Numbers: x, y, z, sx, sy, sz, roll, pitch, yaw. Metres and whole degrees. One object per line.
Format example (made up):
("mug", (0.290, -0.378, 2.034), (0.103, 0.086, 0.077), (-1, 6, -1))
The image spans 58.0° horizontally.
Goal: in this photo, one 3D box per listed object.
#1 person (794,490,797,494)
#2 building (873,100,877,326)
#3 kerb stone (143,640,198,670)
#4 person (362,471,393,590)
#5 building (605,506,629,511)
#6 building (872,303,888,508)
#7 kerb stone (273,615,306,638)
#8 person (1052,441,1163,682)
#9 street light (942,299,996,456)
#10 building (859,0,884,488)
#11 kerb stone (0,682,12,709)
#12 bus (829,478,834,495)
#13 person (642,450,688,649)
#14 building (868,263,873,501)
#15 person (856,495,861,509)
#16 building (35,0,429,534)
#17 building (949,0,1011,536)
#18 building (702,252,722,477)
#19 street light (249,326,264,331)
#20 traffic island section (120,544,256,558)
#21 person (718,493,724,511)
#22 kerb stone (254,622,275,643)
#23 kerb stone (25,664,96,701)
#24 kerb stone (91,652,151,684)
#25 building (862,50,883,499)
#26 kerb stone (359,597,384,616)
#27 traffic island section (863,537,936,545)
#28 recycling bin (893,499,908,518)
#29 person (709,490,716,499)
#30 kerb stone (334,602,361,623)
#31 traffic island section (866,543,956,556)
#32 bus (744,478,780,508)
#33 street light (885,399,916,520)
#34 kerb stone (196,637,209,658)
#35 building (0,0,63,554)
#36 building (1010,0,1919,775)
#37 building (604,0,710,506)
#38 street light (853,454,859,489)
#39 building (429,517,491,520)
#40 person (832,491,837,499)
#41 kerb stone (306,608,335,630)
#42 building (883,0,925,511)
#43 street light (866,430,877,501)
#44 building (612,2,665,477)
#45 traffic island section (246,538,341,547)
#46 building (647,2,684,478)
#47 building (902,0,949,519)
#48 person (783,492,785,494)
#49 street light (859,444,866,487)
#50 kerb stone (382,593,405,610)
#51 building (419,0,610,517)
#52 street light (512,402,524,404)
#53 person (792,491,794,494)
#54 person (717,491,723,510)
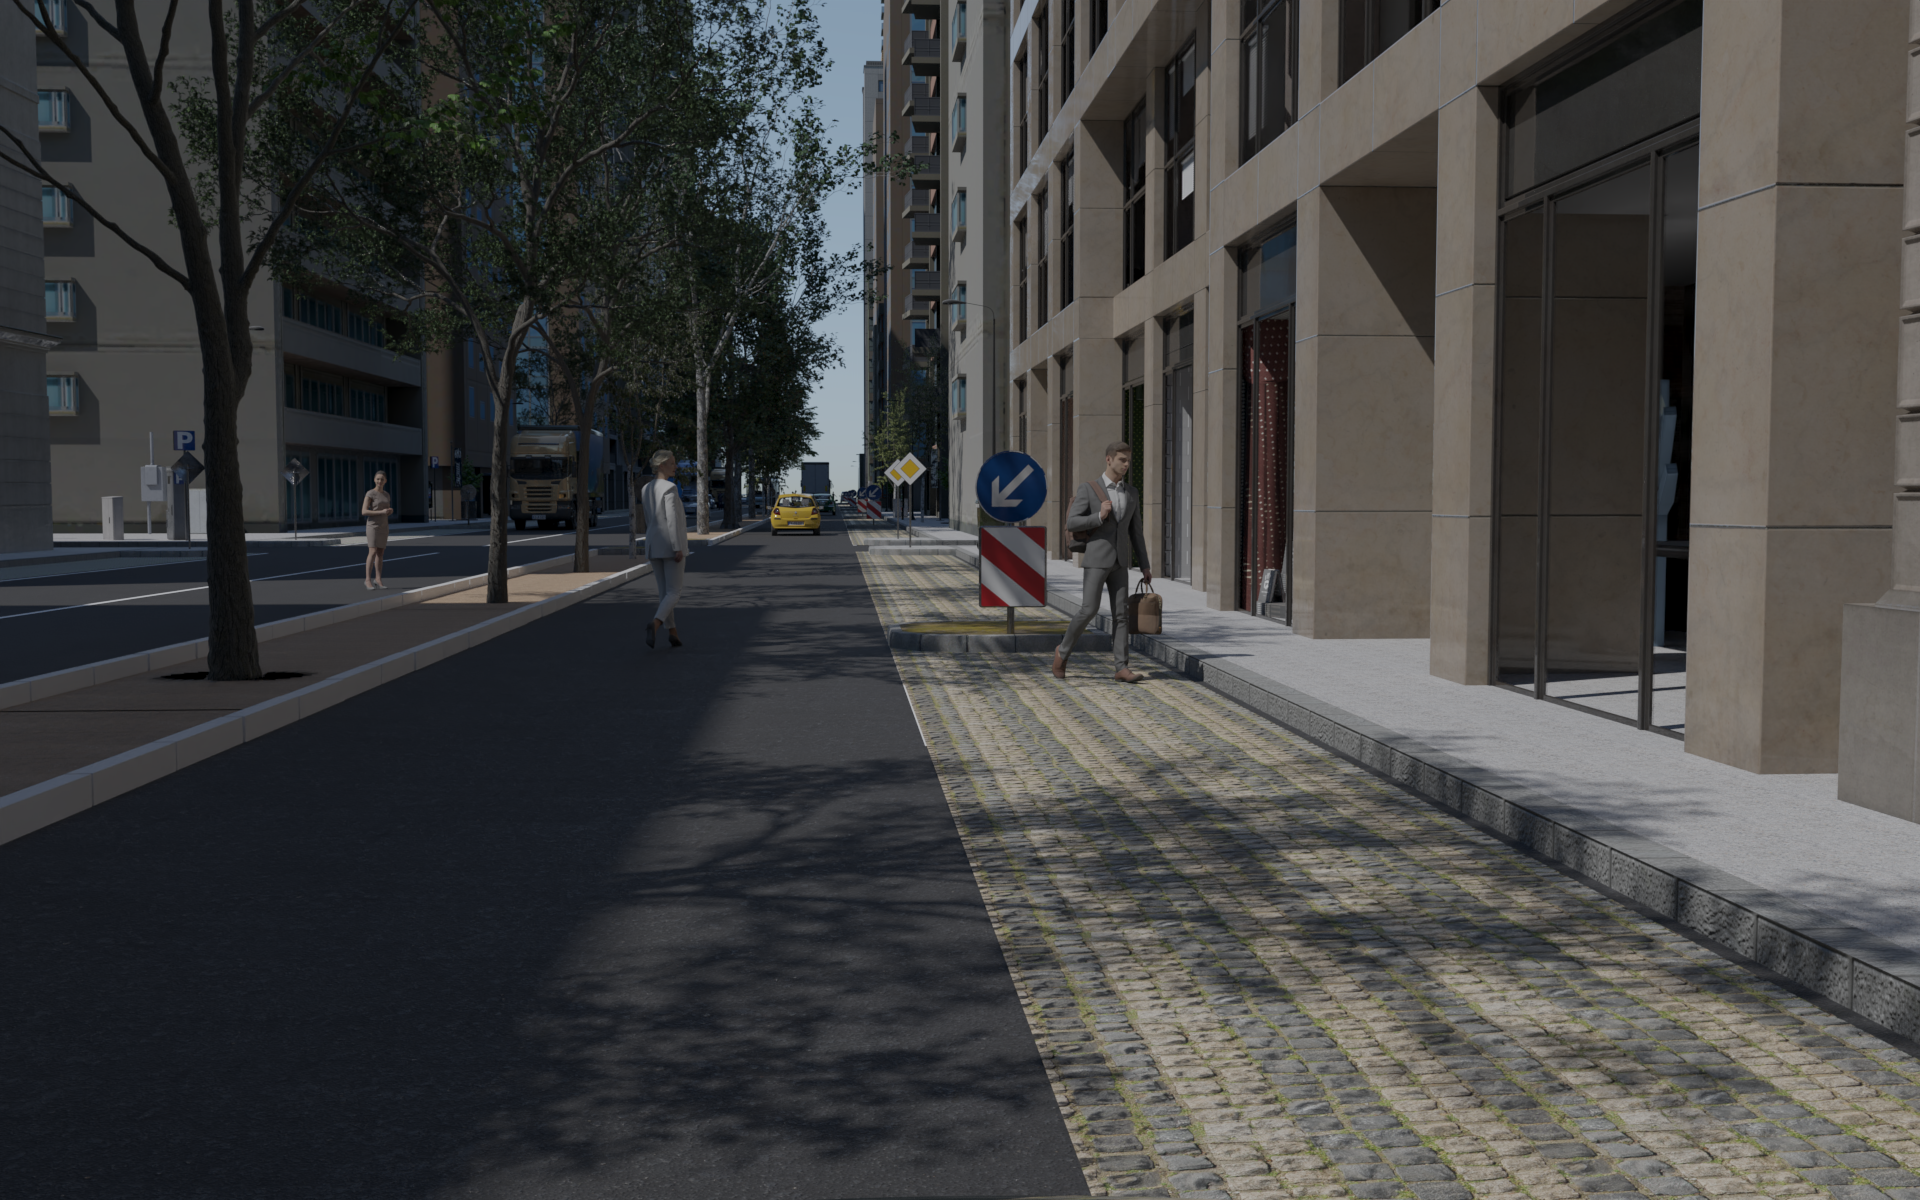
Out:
("person", (-17.408, -10.770, 184.456), (0.599, 1.838, 0.709), (0, 4, -1))
("building", (-2.578, -33.190, 192.760), (14.600, 45.320, 14.200), (0, 4, -4))
("kerb stone", (-6.619, 0.474, 14.439), (0.120, 0.150, 1.000), (0, 4, -4))
("person", (-8.749, -1.054, 26.074), (0.374, 1.781, 0.599), (2, 4, 28))
("building", (-39.133, -43.678, 152.386), (20.563, 71.187, 20.611), (0, 4, -4))
("building", (5.430, -20.008, 172.174), (27.650, 21.520, 28.899), (0, 4, -4))
("kerb stone", (-6.843, 0.287, 17.497), (0.120, 0.150, 1.000), (0, 4, -4))
("person", (1.115, -0.290, 13.199), (0.622, 1.834, 0.822), (-3, 4, -37))
("street light", (0.275, -4.220, 41.540), (1.470, 5.913, 1.316), (0, 4, -4))
("building", (-4.388, -58.391, 267.359), (22.319, 86.520, 31.000), (0, 4, -4))
("kerb stone", (-6.396, 0.666, 11.365), (0.120, 0.150, 1.000), (0, 4, -4))
("bus", (-19.273, -15.352, 242.549), (2.896, 3.916, 12.252), (0, 4, -3))
("person", (-2.759, -0.466, 15.996), (0.514, 1.842, 0.818), (1, 4, 23))
("building", (-4.539, -27.250, 217.235), (14.160, 30.474, 14.107), (0, 4, -4))
("person", (-8.950, -8.845, 153.667), (0.990, 1.755, 0.434), (-2, 4, -28))
("building", (-33.606, -26.975, 64.742), (21.300, 48.544, 21.600), (0, 4, -4))
("building", (10.365, -26.710, 60.417), (21.600, 48.544, 21.300), (0, 4, -4))
("building", (-43.982, -37.583, 264.584), (14.600, 45.320, 14.200), (0, 4, -4))
("street light", (-19.944, -4.617, 48.022), (1.470, 5.913, 1.316), (0, 4, -4))
("traffic island section", (-17.970, -1.105, 40.353), (2.009, 0.180, 2.903), (0, 4, -4))
("person", (-19.065, -8.100, 141.020), (1.350, 1.814, 0.705), (0, 4, 7))
("kerb stone", (-6.766, 0.350, 16.478), (0.120, 0.150, 1.000), (0, 4, -4))
("kerb stone", (-6.474, 0.602, 12.390), (0.120, 0.150, 1.000), (0, 4, -4))
("kerb stone", (-6.548, 0.540, 13.410), (0.120, 0.150, 1.000), (0, 4, -4))
("building", (-2.770, -42.571, 238.027), (21.231, 58.520, 28.212), (0, 4, -4))
("kerb stone", (-7.063, 0.100, 20.560), (0.120, 0.150, 1.000), (0, 4, -4))
("traffic island section", (-1.750, -1.666, 49.527), (2.009, 0.180, 2.903), (0, 4, -4))
("recycling bin", (-3.273, -5.050, 95.118), (0.722, 1.027, 0.722), (-1, 4, -13))
("person", (-24.823, -10.071, 172.797), (0.705, 1.869, 1.348), (2, 4, 26))
("kerb stone", (-6.985, 0.162, 19.540), (0.120, 0.150, 1.000), (0, 4, -4))
("traffic island section", (-1.172, -1.179, 41.562), (2.009, 0.180, 2.903), (0, 4, -4))
("bus", (-20.234, -11.206, 178.079), (2.948, 3.499, 13.247), (0, 4, -2))
("street light", (-2.869, -6.868, 84.831), (1.470, 5.913, 1.316), (0, 4, -4))
("kerb stone", (-6.684, 0.412, 15.459), (0.120, 0.150, 1.000), (0, 4, -4))
("building", (-41.544, -15.468, 29.318), (44.131, 29.872, 17.030), (0, 4, -4))
("building", (11.999, -13.469, 24.726), (19.350, 26.468, 34.151), (0, 4, -4))
("building", (-45.956, -49.406, 246.034), (20.563, 71.187, 20.611), (0, 4, -4))
("street light", (-11.356, -13.962, 200.819), (1.470, 5.913, 1.316), (0, 4, -4))
("building", (-32.131, -27.028, 92.025), (14.600, 45.320, 14.200), (0, 4, -4))
("person", (-19.065, -15.435, 260.877), (0.705, 1.823, 1.348), (3, 5, 44))
("kerb stone", (-6.913, 0.225, 18.517), (0.120, 0.150, 1.000), (0, 4, -4))
("building", (0.542, -30.529, 149.259), (14.600, 45.320, 14.200), (0, 4, -4))
("street light", (-5.810, -9.292, 124.463), (1.470, 5.913, 1.316), (0, 4, -4))
("building", (-44.812, -35.943, 176.905), (28.713, 52.752, 27.495), (0, 4, -4))
("traffic island section", (-18.548, -1.592, 48.317), (2.009, 0.180, 2.903), (0, 4, -4))
("building", (-44.997, -55.438, 219.090), (22.319, 86.520, 31.000), (0, 4, -4))
("building", (8.002, -27.135, 98.289), (22.147, 44.769, 28.867), (0, 4, -4))
("person", (-19.919, -11.427, 196.256), (0.530, 1.710, 0.541), (1, 4, 12))
("street light", (-8.452, -11.572, 161.738), (1.470, 5.913, 1.316), (0, 4, -4))
("kerb stone", (-7.134, 0.038, 21.579), (0.120, 0.150, 1.000), (0, 4, -4))
("building", (-31.254, -28.391, 114.305), (14.600, 45.320, 14.200), (0, 4, -4))
("street light", (-22.733, -7.035, 87.567), (1.470, 5.913, 1.316), (0, 4, -4))
("person", (-19.358, -11.640, 199.531), (0.721, 1.743, 1.217), (3, 5, 39))
("person", (-21.215, -8.801, 153.313), (0.541, 1.710, 0.530), (-1, 4, -21))
